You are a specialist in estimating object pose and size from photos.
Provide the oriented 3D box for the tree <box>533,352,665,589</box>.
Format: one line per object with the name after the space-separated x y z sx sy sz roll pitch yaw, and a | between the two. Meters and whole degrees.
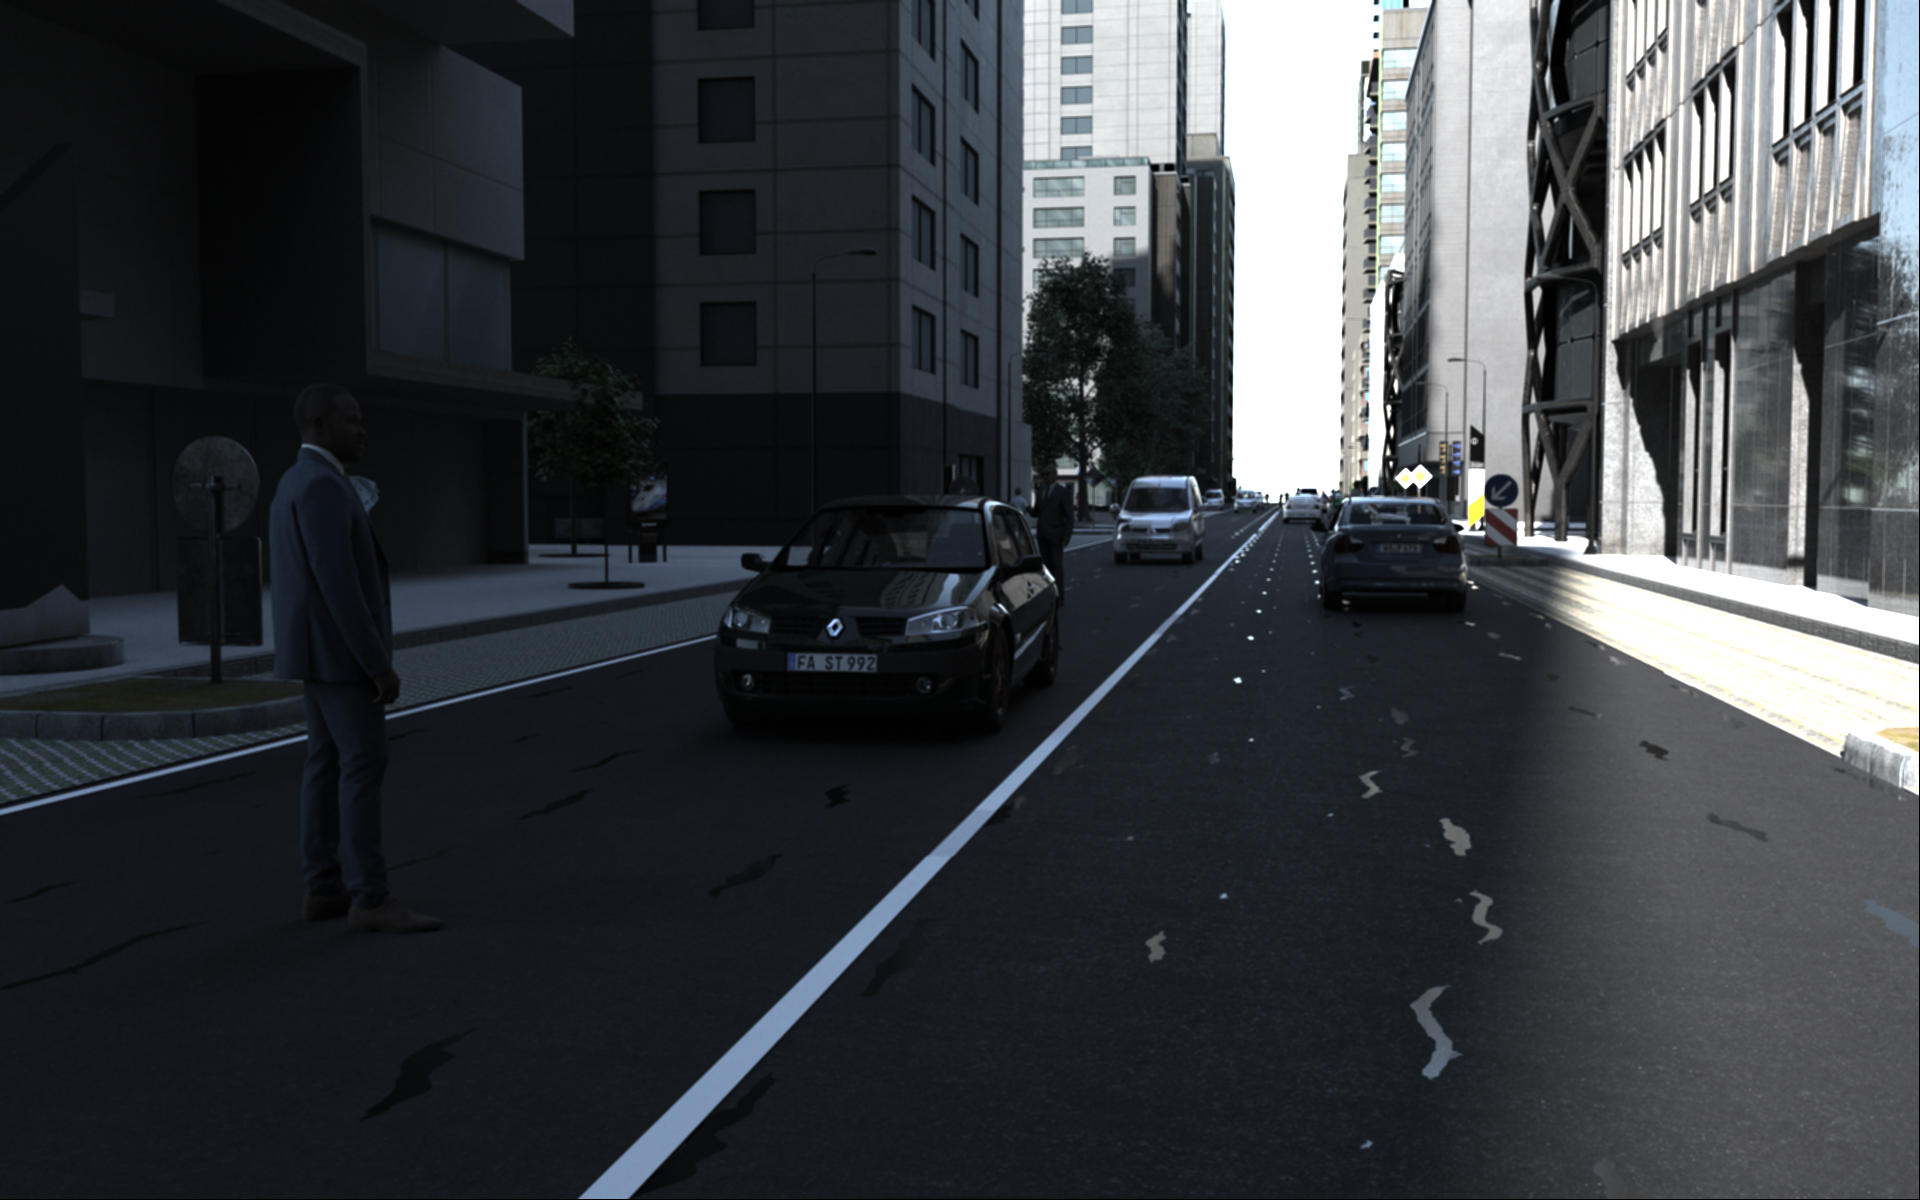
-4.788 -1.775 23.619 1.663 3.219 1.824 0 3 0 | tree

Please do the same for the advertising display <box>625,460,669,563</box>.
-5.856 -1.665 32.434 0.123 1.923 0.974 3 4 38 | advertising display

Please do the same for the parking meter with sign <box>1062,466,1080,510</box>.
6.771 -6.880 108.744 1.738 3.016 0.543 -2 4 -30 | parking meter with sign

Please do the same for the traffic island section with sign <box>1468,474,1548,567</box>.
10.765 -1.620 35.119 1.989 1.847 2.006 1 4 11 | traffic island section with sign

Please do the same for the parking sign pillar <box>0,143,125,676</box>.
-7.019 -1.487 12.779 1.447 3.967 1.447 0 4 2 | parking sign pillar

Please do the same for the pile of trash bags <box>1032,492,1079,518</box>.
5.492 -5.141 93.800 1.912 1.369 3.447 -3 5 -45 | pile of trash bags

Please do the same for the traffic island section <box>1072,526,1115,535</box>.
4.729 -2.410 61.686 2.009 0.180 2.903 1 4 11 | traffic island section

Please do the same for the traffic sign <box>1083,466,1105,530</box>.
4.754 -3.546 61.620 0.795 2.450 0.064 1 4 11 | traffic sign

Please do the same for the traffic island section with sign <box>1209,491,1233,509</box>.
24.925 -9.635 166.165 1.989 1.847 2.006 1 4 11 | traffic island section with sign

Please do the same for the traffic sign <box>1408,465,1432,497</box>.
15.791 -3.415 59.474 0.795 2.450 0.064 1 4 11 | traffic sign

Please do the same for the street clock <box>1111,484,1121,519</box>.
7.921 -5.098 87.915 0.358 2.002 0.471 -2 4 -35 | street clock

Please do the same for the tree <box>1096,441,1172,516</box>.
9.710 -7.346 103.818 4.285 4.588 4.351 0 3 0 | tree

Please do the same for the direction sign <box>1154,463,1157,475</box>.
13.067 -7.580 115.928 0.379 3.537 0.876 1 4 16 | direction sign

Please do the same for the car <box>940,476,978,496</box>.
-0.356 -0.573 19.162 2.009 1.686 4.222 1 4 13 | car

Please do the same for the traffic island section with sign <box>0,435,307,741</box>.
-5.071 -0.143 10.966 1.989 1.847 2.006 1 4 11 | traffic island section with sign

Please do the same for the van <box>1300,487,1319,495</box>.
35.611 -10.558 177.007 2.240 2.365 5.245 1 4 10 | van

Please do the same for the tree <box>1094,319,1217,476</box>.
13.970 -13.353 124.982 9.857 13.997 8.962 0 3 0 | tree

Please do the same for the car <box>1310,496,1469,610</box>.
5.634 -0.659 22.784 2.014 1.417 4.499 1 4 11 | car

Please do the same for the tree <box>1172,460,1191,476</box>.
16.705 -9.429 137.884 4.285 4.588 4.351 0 3 0 | tree

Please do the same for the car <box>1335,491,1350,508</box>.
34.223 -8.976 155.550 1.959 1.807 4.718 1 4 11 | car

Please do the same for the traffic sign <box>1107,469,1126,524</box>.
6.270 -4.026 69.461 0.795 2.450 0.064 1 4 11 | traffic sign

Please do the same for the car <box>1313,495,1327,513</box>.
27.327 -7.414 133.582 2.083 1.381 4.827 1 4 9 | car

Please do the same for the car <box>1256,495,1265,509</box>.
28.373 -9.453 166.924 2.083 1.381 4.827 1 4 10 | car

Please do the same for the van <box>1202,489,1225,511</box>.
21.791 -8.670 148.765 2.013 2.044 4.112 1 4 10 | van

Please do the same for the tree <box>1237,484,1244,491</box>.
48.519 -18.712 300.537 1.663 3.219 1.824 0 3 0 | tree

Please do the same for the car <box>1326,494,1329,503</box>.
53.500 -14.993 254.914 2.009 1.686 4.222 1 4 11 | car

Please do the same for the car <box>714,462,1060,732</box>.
-0.360 -0.122 11.787 2.009 1.686 4.222 1 4 10 | car

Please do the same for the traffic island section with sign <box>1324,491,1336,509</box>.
41.128 -11.225 192.159 1.989 1.847 2.006 1 4 11 | traffic island section with sign

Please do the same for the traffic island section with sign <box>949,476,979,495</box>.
0.046 -1.762 37.433 1.989 1.847 2.006 1 4 11 | traffic island section with sign

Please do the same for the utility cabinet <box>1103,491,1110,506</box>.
11.958 -8.002 139.507 0.318 1.500 1.173 3 4 39 | utility cabinet

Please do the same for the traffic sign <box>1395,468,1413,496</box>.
17.306 -3.894 67.314 0.795 2.450 0.064 1 4 11 | traffic sign

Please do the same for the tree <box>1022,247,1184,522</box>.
5.671 -10.022 80.862 9.611 12.733 9.660 0 3 0 | tree

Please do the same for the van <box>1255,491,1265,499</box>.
35.811 -12.358 209.062 2.013 2.044 4.112 1 4 12 | van

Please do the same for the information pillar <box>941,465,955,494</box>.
-0.291 -2.370 43.246 0.304 2.012 0.304 0 4 8 | information pillar

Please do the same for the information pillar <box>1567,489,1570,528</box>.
22.908 -3.741 65.662 0.304 2.012 0.304 -3 5 -40 | information pillar

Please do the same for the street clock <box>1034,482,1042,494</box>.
4.872 -6.342 108.255 0.471 2.002 0.358 3 4 39 | street clock

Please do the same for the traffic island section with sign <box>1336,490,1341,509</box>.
26.479 -6.592 116.401 1.989 1.847 2.006 1 4 11 | traffic island section with sign

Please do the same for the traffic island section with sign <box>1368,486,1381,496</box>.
21.376 -4.973 89.931 1.989 1.847 2.006 1 4 11 | traffic island section with sign

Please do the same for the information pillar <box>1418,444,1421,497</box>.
21.580 -5.509 81.420 0.183 3.616 0.504 1 4 18 | information pillar

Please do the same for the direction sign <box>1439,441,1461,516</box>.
20.991 -5.030 74.242 0.876 3.537 0.379 0 4 7 | direction sign

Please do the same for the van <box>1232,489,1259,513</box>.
21.770 -7.645 132.003 2.013 2.044 4.112 1 4 11 | van

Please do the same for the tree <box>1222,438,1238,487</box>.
32.963 -16.458 219.455 4.360 8.622 3.978 0 3 0 | tree

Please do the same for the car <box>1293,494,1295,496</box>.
36.122 -10.723 184.113 1.959 1.807 4.718 1 4 10 | car

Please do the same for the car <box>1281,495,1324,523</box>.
16.947 -4.487 85.725 2.083 1.381 4.827 1 4 12 | car

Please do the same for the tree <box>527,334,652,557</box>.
-7.889 -3.176 35.647 4.285 4.588 4.351 0 3 0 | tree

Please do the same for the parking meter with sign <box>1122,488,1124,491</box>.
13.093 -8.845 140.882 1.738 3.016 0.543 0 4 -6 | parking meter with sign

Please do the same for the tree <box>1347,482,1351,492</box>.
50.939 -14.008 223.631 1.663 3.219 1.824 0 3 0 | tree

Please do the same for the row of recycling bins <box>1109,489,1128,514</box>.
11.343 -6.430 112.238 3.534 1.692 1.069 2 4 26 | row of recycling bins

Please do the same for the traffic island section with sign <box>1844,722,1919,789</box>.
5.647 -0.001 8.652 1.989 1.847 2.006 1 4 11 | traffic island section with sign

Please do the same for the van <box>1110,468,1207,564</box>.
4.275 -1.826 36.859 2.013 2.044 4.112 1 4 12 | van

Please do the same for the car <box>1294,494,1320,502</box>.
22.965 -6.360 115.787 2.131 1.459 4.920 1 4 11 | car

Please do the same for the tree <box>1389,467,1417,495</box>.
27.052 -6.791 105.638 1.663 3.219 1.824 0 3 0 | tree

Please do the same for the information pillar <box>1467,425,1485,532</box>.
17.384 -4.094 58.299 0.504 3.616 0.183 1 4 21 | information pillar
